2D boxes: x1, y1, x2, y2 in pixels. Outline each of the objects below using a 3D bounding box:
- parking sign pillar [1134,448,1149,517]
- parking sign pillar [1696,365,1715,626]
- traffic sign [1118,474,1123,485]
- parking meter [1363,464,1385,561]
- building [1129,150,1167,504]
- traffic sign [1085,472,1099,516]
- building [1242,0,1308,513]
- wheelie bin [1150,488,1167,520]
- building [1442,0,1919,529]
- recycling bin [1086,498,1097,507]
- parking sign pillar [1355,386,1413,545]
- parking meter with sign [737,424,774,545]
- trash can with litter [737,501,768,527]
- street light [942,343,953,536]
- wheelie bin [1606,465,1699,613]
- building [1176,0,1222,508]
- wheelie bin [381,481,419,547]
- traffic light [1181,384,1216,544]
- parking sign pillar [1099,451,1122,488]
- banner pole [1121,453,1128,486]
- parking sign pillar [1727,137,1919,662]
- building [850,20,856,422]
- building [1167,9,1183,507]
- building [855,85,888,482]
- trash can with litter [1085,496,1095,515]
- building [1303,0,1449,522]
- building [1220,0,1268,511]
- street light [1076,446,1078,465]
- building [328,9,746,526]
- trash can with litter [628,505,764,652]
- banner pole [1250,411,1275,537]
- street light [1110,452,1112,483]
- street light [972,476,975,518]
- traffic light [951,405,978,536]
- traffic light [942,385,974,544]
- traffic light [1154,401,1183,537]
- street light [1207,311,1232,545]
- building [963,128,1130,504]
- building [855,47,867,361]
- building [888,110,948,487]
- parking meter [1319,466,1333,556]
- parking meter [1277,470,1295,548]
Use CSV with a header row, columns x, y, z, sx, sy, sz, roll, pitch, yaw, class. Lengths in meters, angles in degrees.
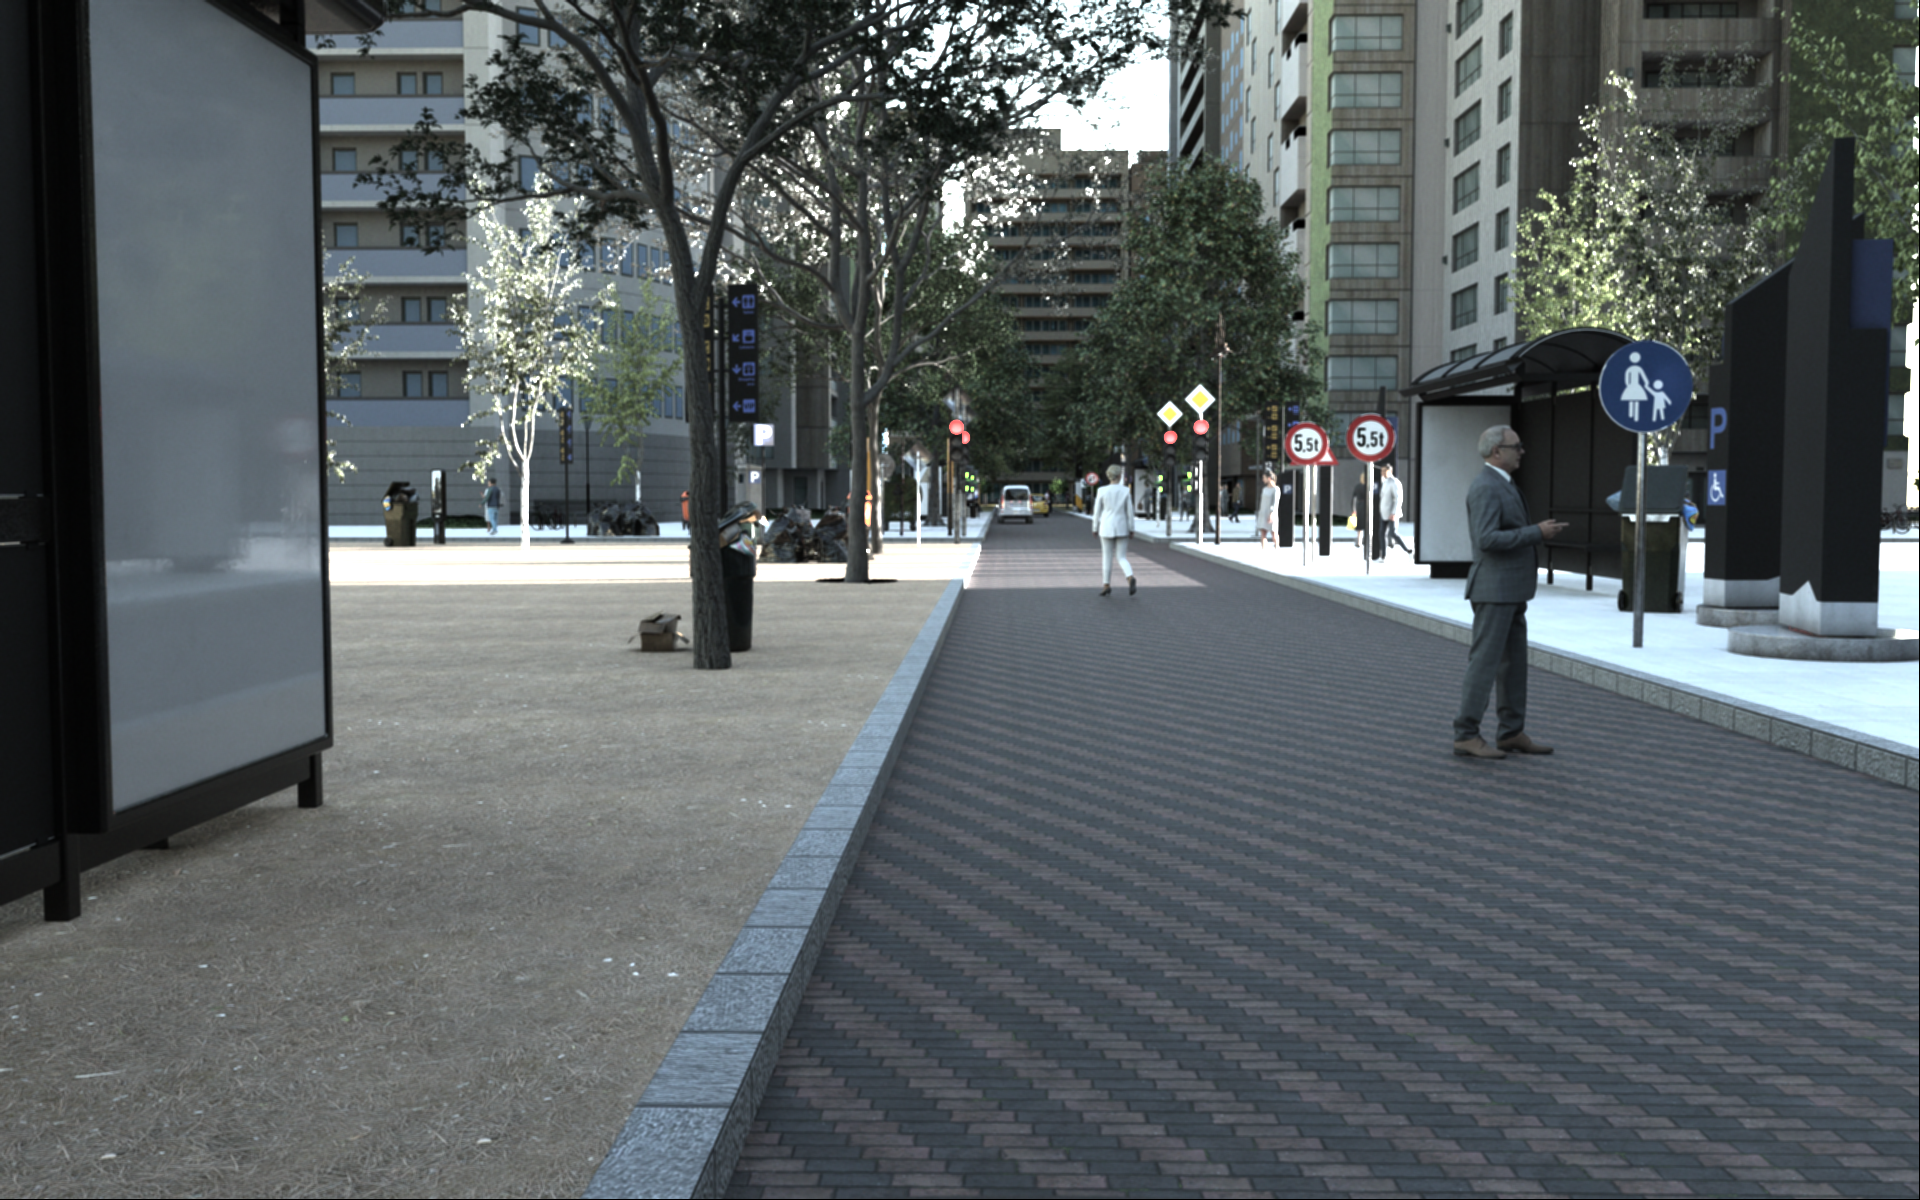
x,y,z,sx,sy,sz,roll,pitch,yaw,class
10.349,-6.675,97.609,1.447,3.967,1.447,1,4,14,parking sign pillar
7.969,-1.732,16.785,1.447,3.967,1.447,0,4,-5,parking sign pillar
7.690,-5.051,84.721,0.606,2.300,0.079,1,4,10,traffic sign
8.030,-1.698,33.479,0.399,1.863,0.255,2,4,31,parking meter
29.094,-35.368,228.375,14.200,45.320,14.600,0,4,1,building
7.611,-6.099,99.827,0.768,2.556,0.104,0,4,2,traffic sign
33.590,-31.989,112.265,28.713,52.752,27.495,0,4,1,building
9.846,-4.740,85.406,0.980,1.594,0.693,1,4,8,wheelie bin
28.410,-18.272,70.446,14.107,30.474,14.160,0,4,1,building
8.421,-5.922,109.385,0.722,1.027,0.722,-1,4,-19,recycling bin
10.804,-3.399,44.045,1.447,3.967,1.447,0,4,8,parking sign pillar
-5.303,-2.909,43.819,0.543,3.016,1.738,-2,4,-30,parking meter with sign
-3.471,-0.907,26.210,0.624,1.170,1.055,3,5,40,trash can with litter
-0.307,-4.916,53.165,0.468,5.910,1.993,0,4,1,street light
7.576,-0.676,18.956,0.980,1.594,0.693,2,4,32,wheelie bin
30.890,-32.312,152.002,21.300,48.544,21.600,0,4,1,building
-13.627,-2.104,42.313,0.693,1.594,0.980,1,4,20,wheelie bin
6.102,-3.387,44.291,0.839,4.253,0.868,0,4,1,traffic light
8.903,-6.968,102.396,1.447,3.967,1.447,-1,4,-23,parking sign pillar
8.898,-6.331,93.522,0.401,3.779,0.863,3,5,39,banner pole
6.950,-1.549,13.795,1.447,3.967,1.447,1,4,12,parking sign pillar
-14.274,-26.184,111.703,14.154,41.232,14.086,0,4,1,building
31.655,-38.810,176.546,21.231,58.520,28.212,0,4,1,building
-15.292,-32.747,185.530,14.200,45.320,14.600,0,4,1,building
8.130,-5.810,106.382,0.624,1.170,1.055,-1,4,-21,trash can with litter
23.853,-24.496,84.110,14.154,41.232,14.086,0,4,1,building
27.882,-29.599,134.053,14.600,45.320,14.200,0,4,1,building
8.466,-9.369,125.976,0.468,5.910,1.993,0,4,1,street light
-22.890,-33.045,82.282,21.231,58.520,28.212,0,4,1,building
-2.175,-0.167,14.120,1.055,1.170,0.624,0,4,-3,trash can with litter
9.142,-3.795,52.065,0.863,3.779,0.401,-1,4,-23,banner pole
7.584,-6.982,86.936,0.468,5.910,1.993,0,4,1,street light
0.707,-7.303,92.198,0.468,5.910,1.993,0,4,1,street light
0.138,-3.883,52.409,0.839,4.253,0.868,0,4,1,traffic light
-0.058,-3.395,44.426,0.839,4.253,0.868,0,4,1,traffic light
6.298,-3.875,52.274,0.839,4.253,0.868,0,4,1,traffic light
6.561,-4.350,43.916,0.468,5.910,1.993,0,4,1,street light
11.287,-37.224,232.308,21.600,48.544,21.300,0,4,1,building
-20.241,-32.915,157.766,23.786,49.044,30.456,0,4,1,building
-13.188,-39.522,235.424,27.495,52.752,28.713,0,4,1,building
7.580,-1.847,35.905,0.255,1.863,0.399,1,4,13,parking meter
7.801,-2.191,41.536,0.399,1.863,0.255,0,4,-4,parking meter
